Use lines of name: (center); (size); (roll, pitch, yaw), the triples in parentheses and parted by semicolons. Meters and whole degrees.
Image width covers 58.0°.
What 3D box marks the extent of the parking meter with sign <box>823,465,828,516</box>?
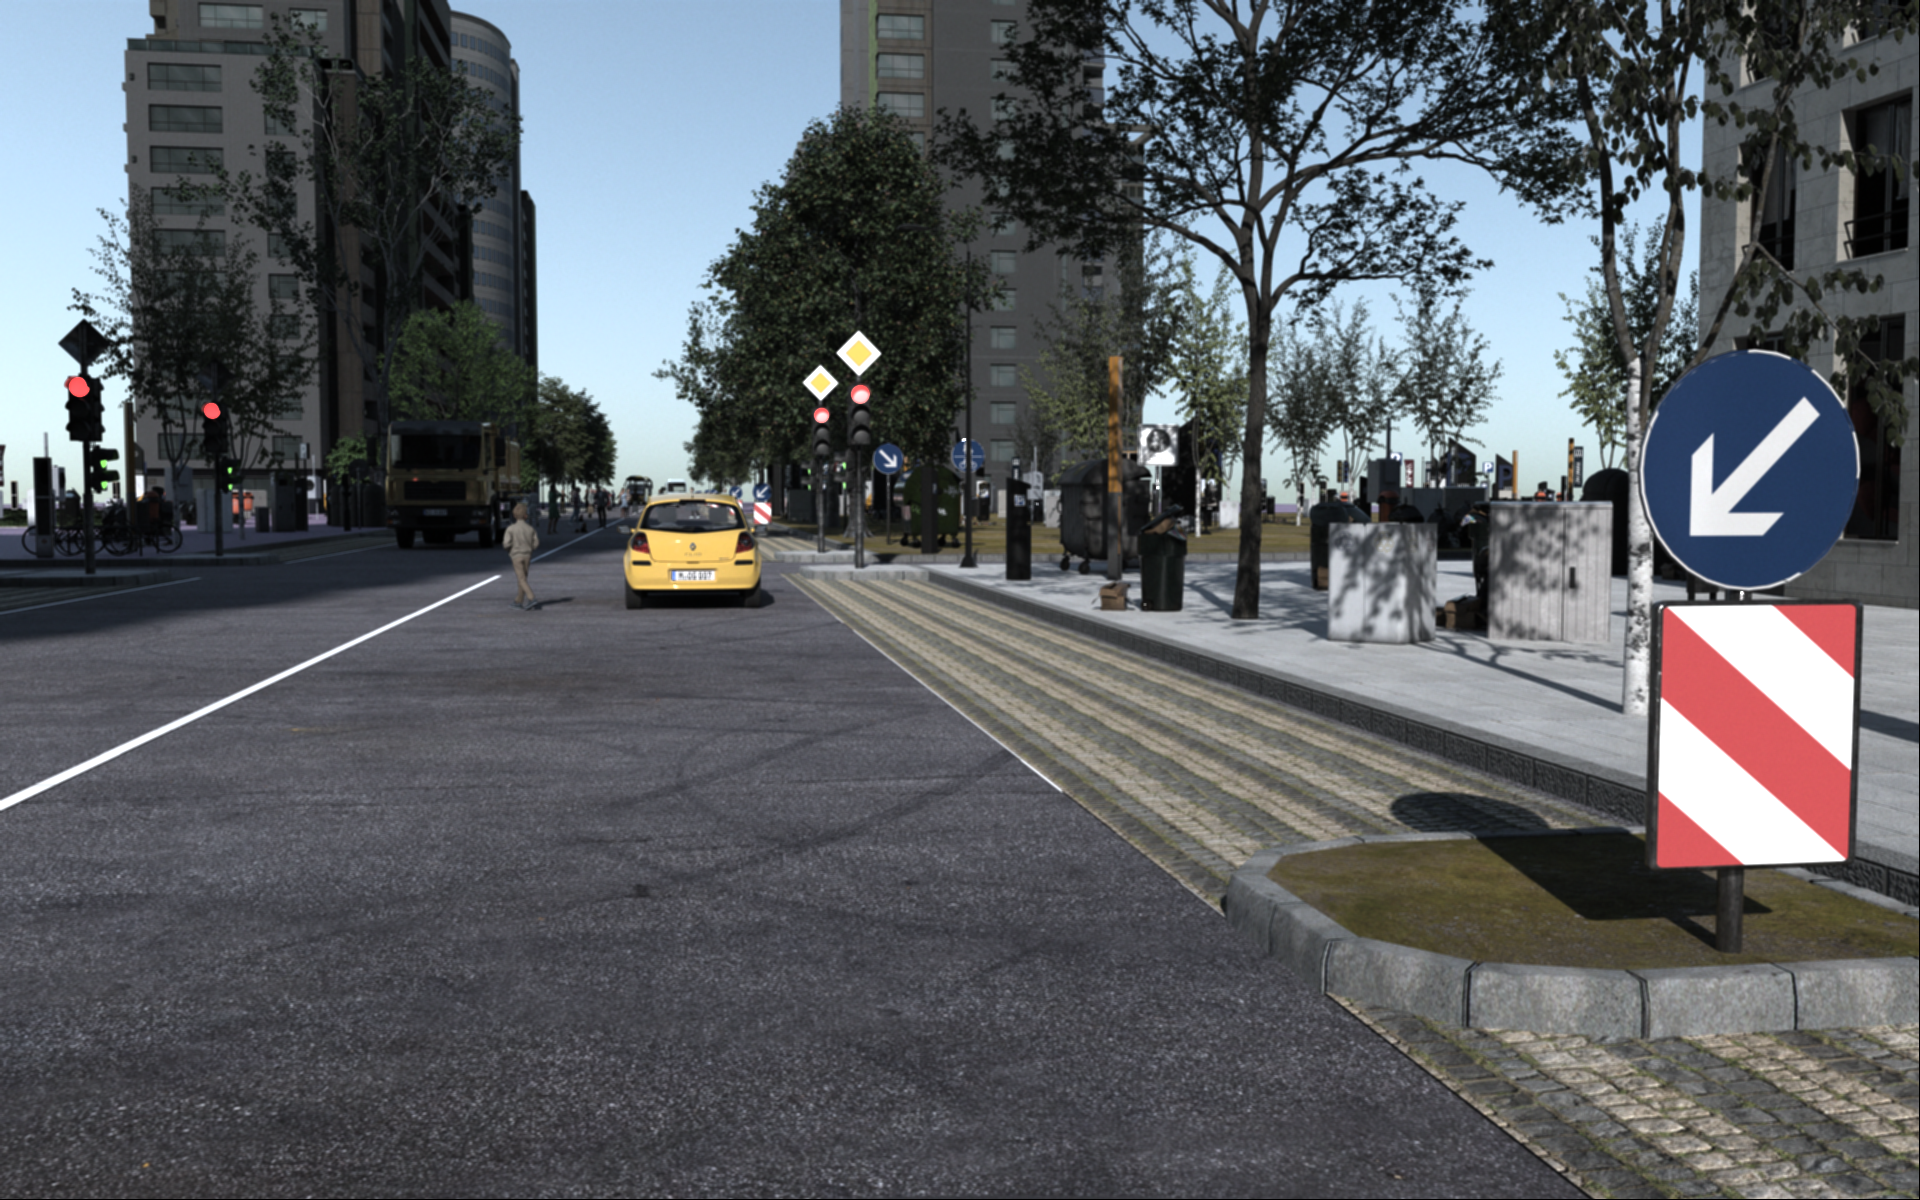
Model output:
parking meter with sign: (-8.149, -6.577, 103.795); (0.543, 3.016, 1.738); (-1, 4, -13)

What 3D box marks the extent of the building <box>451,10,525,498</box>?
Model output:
building: (-65.314, -40.908, 210.841); (21.231, 58.520, 28.212); (-1, 4, -9)

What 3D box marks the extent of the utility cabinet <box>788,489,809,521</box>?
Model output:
utility cabinet: (-7.613, -4.535, 82.830); (1.173, 1.500, 0.318); (-1, 4, -14)

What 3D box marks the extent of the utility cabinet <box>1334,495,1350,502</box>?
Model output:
utility cabinet: (21.748, -5.329, 98.294); (1.020, 1.237, 0.306); (-1, 4, -14)

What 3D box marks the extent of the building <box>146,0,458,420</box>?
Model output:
building: (-54.760, -31.908, 145.390); (21.300, 48.544, 21.600); (-1, 4, -9)

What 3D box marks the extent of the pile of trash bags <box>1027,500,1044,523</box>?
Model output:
pile of trash bags: (3.975, -4.210, 78.585); (3.447, 1.369, 1.912); (3, 5, 42)

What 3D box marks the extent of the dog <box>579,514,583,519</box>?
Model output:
dog: (-19.796, -4.257, 89.791); (0.748, 0.427, 0.550); (-1, 4, -10)

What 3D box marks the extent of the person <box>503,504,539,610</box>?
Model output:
person: (-5.446, -0.531, 21.456); (0.640, 1.303, 0.475); (3, 4, 37)

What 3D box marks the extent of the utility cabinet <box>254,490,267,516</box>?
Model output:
utility cabinet: (-40.333, -5.546, 99.357); (0.318, 1.500, 1.173); (2, 4, 28)

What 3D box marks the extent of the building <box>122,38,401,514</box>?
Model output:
building: (-45.578, -20.983, 114.773); (14.160, 30.474, 14.107); (-1, 4, -9)

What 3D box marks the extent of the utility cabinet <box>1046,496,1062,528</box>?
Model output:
utility cabinet: (3.752, -3.375, 66.344); (0.306, 1.237, 1.020); (-3, 5, -44)

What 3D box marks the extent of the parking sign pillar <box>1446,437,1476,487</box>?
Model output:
parking sign pillar: (23.502, -5.678, 81.302); (1.447, 3.967, 1.447); (3, 4, 37)

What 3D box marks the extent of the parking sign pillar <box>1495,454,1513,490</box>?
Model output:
parking sign pillar: (36.465, -7.779, 115.660); (1.447, 3.967, 1.447); (0, 4, -1)

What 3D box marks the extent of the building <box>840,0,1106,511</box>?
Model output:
building: (0.634, -36.800, 143.680); (21.231, 58.520, 28.212); (-1, 4, -9)

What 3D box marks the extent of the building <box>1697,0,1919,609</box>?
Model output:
building: (16.398, -9.827, 15.427); (10.420, 20.320, 16.860); (-1, 4, -9)

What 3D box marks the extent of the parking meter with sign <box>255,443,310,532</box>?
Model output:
parking meter with sign: (-22.966, -3.816, 58.660); (0.543, 3.016, 1.738); (3, 5, 44)

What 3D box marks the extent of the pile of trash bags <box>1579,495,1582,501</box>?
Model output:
pile of trash bags: (42.517, -6.650, 118.484); (3.447, 1.369, 1.912); (2, 4, 32)

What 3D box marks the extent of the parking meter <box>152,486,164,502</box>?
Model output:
parking meter: (-26.737, -3.019, 57.778); (0.372, 1.533, 0.369); (0, 3, 0)

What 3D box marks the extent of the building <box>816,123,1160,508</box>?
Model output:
building: (1.222, -29.310, 171.094); (32.217, 40.220, 23.993); (-1, 4, -9)

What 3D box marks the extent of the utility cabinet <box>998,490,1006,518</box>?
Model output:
utility cabinet: (2.588, -5.058, 91.374); (1.173, 1.500, 0.318); (2, 4, 29)

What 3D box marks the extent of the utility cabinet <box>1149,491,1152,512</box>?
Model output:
utility cabinet: (12.295, -6.446, 114.069); (1.173, 1.500, 0.318); (-3, 4, -38)

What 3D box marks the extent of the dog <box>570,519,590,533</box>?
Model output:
dog: (-14.055, -2.680, 64.016); (0.748, 0.427, 0.550); (-1, 4, -13)

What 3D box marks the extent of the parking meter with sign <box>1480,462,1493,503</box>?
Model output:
parking meter with sign: (28.678, -6.016, 94.618); (0.543, 3.016, 1.738); (2, 4, 27)

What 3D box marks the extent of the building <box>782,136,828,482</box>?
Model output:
building: (-12.306, -37.516, 232.993); (23.786, 49.044, 30.456); (-1, 4, -9)

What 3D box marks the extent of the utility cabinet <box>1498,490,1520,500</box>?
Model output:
utility cabinet: (30.521, -5.364, 96.383); (1.173, 1.500, 0.318); (0, 4, 1)

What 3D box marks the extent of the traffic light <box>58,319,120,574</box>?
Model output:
traffic light: (-14.005, -2.379, 27.810); (0.839, 4.253, 0.868); (-1, 4, -9)

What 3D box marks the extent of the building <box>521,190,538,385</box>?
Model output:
building: (-67.965, -36.523, 247.254); (14.600, 45.320, 14.200); (-1, 4, -9)

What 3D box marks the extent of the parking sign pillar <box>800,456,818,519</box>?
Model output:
parking sign pillar: (-7.621, -5.948, 85.724); (1.447, 3.967, 1.447); (-1, 4, -12)

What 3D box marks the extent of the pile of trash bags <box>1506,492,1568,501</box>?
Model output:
pile of trash bags: (24.599, -3.993, 75.030); (1.912, 1.369, 3.447); (0, 4, -3)

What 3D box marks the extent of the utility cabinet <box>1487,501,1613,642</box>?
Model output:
utility cabinet: (5.198, -0.252, 15.278); (1.020, 1.237, 0.306); (1, 4, 19)

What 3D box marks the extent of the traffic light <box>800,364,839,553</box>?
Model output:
traffic light: (-3.049, -2.984, 37.704); (0.839, 4.253, 0.868); (-1, 4, -9)

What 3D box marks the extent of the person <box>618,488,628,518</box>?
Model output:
person: (-20.249, -5.829, 103.896); (0.616, 1.811, 0.778); (-2, 4, -34)

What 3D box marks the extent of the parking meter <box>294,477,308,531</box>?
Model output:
parking meter: (-22.963, -3.341, 60.343); (0.399, 1.863, 0.255); (1, 4, 12)

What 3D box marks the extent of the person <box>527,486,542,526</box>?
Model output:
person: (-18.896, -4.146, 76.632); (0.694, 1.780, 0.624); (-2, 4, -28)

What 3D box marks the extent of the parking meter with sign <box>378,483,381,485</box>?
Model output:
parking meter with sign: (-35.843, -6.662, 105.183); (1.738, 3.016, 0.543); (1, 4, 11)

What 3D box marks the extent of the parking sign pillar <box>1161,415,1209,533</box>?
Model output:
parking sign pillar: (7.358, -4.231, 57.652); (1.447, 3.967, 1.447); (0, 4, 0)

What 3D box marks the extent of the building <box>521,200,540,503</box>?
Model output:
building: (-64.548, -33.596, 232.883); (14.154, 41.232, 14.086); (-1, 4, -9)

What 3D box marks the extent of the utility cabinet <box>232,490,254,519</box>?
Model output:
utility cabinet: (-36.449, -4.838, 87.784); (1.173, 1.500, 0.318); (2, 4, 30)

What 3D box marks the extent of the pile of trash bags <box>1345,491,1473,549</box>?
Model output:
pile of trash bags: (11.297, -1.998, 42.426); (1.912, 1.369, 3.447); (-1, 4, -21)

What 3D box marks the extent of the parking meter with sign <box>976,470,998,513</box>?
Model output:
parking meter with sign: (1.939, -7.239, 114.620); (1.738, 3.016, 0.543); (1, 4, 18)

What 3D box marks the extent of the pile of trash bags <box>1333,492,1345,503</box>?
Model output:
pile of trash bags: (21.187, -5.213, 94.988); (1.912, 1.369, 3.447); (1, 4, 16)

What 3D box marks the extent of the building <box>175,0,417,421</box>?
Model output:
building: (-48.486, -27.217, 128.590); (14.154, 41.232, 14.086); (-1, 4, -9)

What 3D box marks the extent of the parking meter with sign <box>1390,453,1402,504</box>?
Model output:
parking meter with sign: (18.542, -4.740, 73.756); (0.543, 3.016, 1.738); (1, 4, 16)

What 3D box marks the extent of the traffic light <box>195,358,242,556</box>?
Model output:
traffic light: (-15.295, -2.861, 35.690); (0.839, 4.253, 0.868); (-1, 4, -9)

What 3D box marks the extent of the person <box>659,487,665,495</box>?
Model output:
person: (-14.586, -4.637, 84.669); (0.624, 1.780, 0.694); (-3, 5, -41)

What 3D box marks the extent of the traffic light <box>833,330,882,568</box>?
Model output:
traffic light: (-1.759, -2.502, 29.823); (0.839, 4.253, 0.868); (-1, 4, -9)

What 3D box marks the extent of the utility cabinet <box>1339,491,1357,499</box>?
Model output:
utility cabinet: (24.688, -6.211, 110.228); (0.318, 1.500, 1.173); (-3, 5, -41)

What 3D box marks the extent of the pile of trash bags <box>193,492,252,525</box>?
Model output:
pile of trash bags: (-31.325, -3.769, 71.382); (3.447, 1.369, 1.912); (-1, 4, -11)

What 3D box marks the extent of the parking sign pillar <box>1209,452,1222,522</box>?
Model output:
parking sign pillar: (11.596, -5.598, 80.006); (1.447, 3.967, 1.447); (-1, 4, -22)

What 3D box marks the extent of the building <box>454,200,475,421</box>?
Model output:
building: (-54.101, -24.035, 164.677); (14.160, 30.474, 14.107); (-1, 4, -9)

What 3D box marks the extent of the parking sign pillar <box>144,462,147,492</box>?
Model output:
parking sign pillar: (-49.341, -7.090, 104.400); (1.447, 3.967, 1.447); (-2, 4, -31)

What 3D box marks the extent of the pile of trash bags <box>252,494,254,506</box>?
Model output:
pile of trash bags: (-36.257, -4.574, 84.537); (3.447, 1.369, 1.912); (-3, 4, -38)

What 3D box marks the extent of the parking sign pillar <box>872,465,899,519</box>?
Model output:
parking sign pillar: (-3.802, -6.163, 89.242); (1.447, 3.967, 1.447); (-1, 4, -12)

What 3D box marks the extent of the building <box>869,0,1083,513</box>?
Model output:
building: (0.407, -26.823, 122.146); (14.154, 41.232, 14.086); (-1, 4, -9)

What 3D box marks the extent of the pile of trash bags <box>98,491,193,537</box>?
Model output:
pile of trash bags: (-25.058, -2.643, 52.969); (1.912, 1.369, 3.447); (-3, 4, -39)

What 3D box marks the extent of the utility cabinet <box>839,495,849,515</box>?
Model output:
utility cabinet: (-7.054, -5.814, 106.215); (1.020, 1.237, 0.306); (-3, 5, -42)

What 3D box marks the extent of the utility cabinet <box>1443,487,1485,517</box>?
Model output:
utility cabinet: (15.074, -2.640, 51.836); (1.173, 1.500, 0.318); (0, 4, 2)
